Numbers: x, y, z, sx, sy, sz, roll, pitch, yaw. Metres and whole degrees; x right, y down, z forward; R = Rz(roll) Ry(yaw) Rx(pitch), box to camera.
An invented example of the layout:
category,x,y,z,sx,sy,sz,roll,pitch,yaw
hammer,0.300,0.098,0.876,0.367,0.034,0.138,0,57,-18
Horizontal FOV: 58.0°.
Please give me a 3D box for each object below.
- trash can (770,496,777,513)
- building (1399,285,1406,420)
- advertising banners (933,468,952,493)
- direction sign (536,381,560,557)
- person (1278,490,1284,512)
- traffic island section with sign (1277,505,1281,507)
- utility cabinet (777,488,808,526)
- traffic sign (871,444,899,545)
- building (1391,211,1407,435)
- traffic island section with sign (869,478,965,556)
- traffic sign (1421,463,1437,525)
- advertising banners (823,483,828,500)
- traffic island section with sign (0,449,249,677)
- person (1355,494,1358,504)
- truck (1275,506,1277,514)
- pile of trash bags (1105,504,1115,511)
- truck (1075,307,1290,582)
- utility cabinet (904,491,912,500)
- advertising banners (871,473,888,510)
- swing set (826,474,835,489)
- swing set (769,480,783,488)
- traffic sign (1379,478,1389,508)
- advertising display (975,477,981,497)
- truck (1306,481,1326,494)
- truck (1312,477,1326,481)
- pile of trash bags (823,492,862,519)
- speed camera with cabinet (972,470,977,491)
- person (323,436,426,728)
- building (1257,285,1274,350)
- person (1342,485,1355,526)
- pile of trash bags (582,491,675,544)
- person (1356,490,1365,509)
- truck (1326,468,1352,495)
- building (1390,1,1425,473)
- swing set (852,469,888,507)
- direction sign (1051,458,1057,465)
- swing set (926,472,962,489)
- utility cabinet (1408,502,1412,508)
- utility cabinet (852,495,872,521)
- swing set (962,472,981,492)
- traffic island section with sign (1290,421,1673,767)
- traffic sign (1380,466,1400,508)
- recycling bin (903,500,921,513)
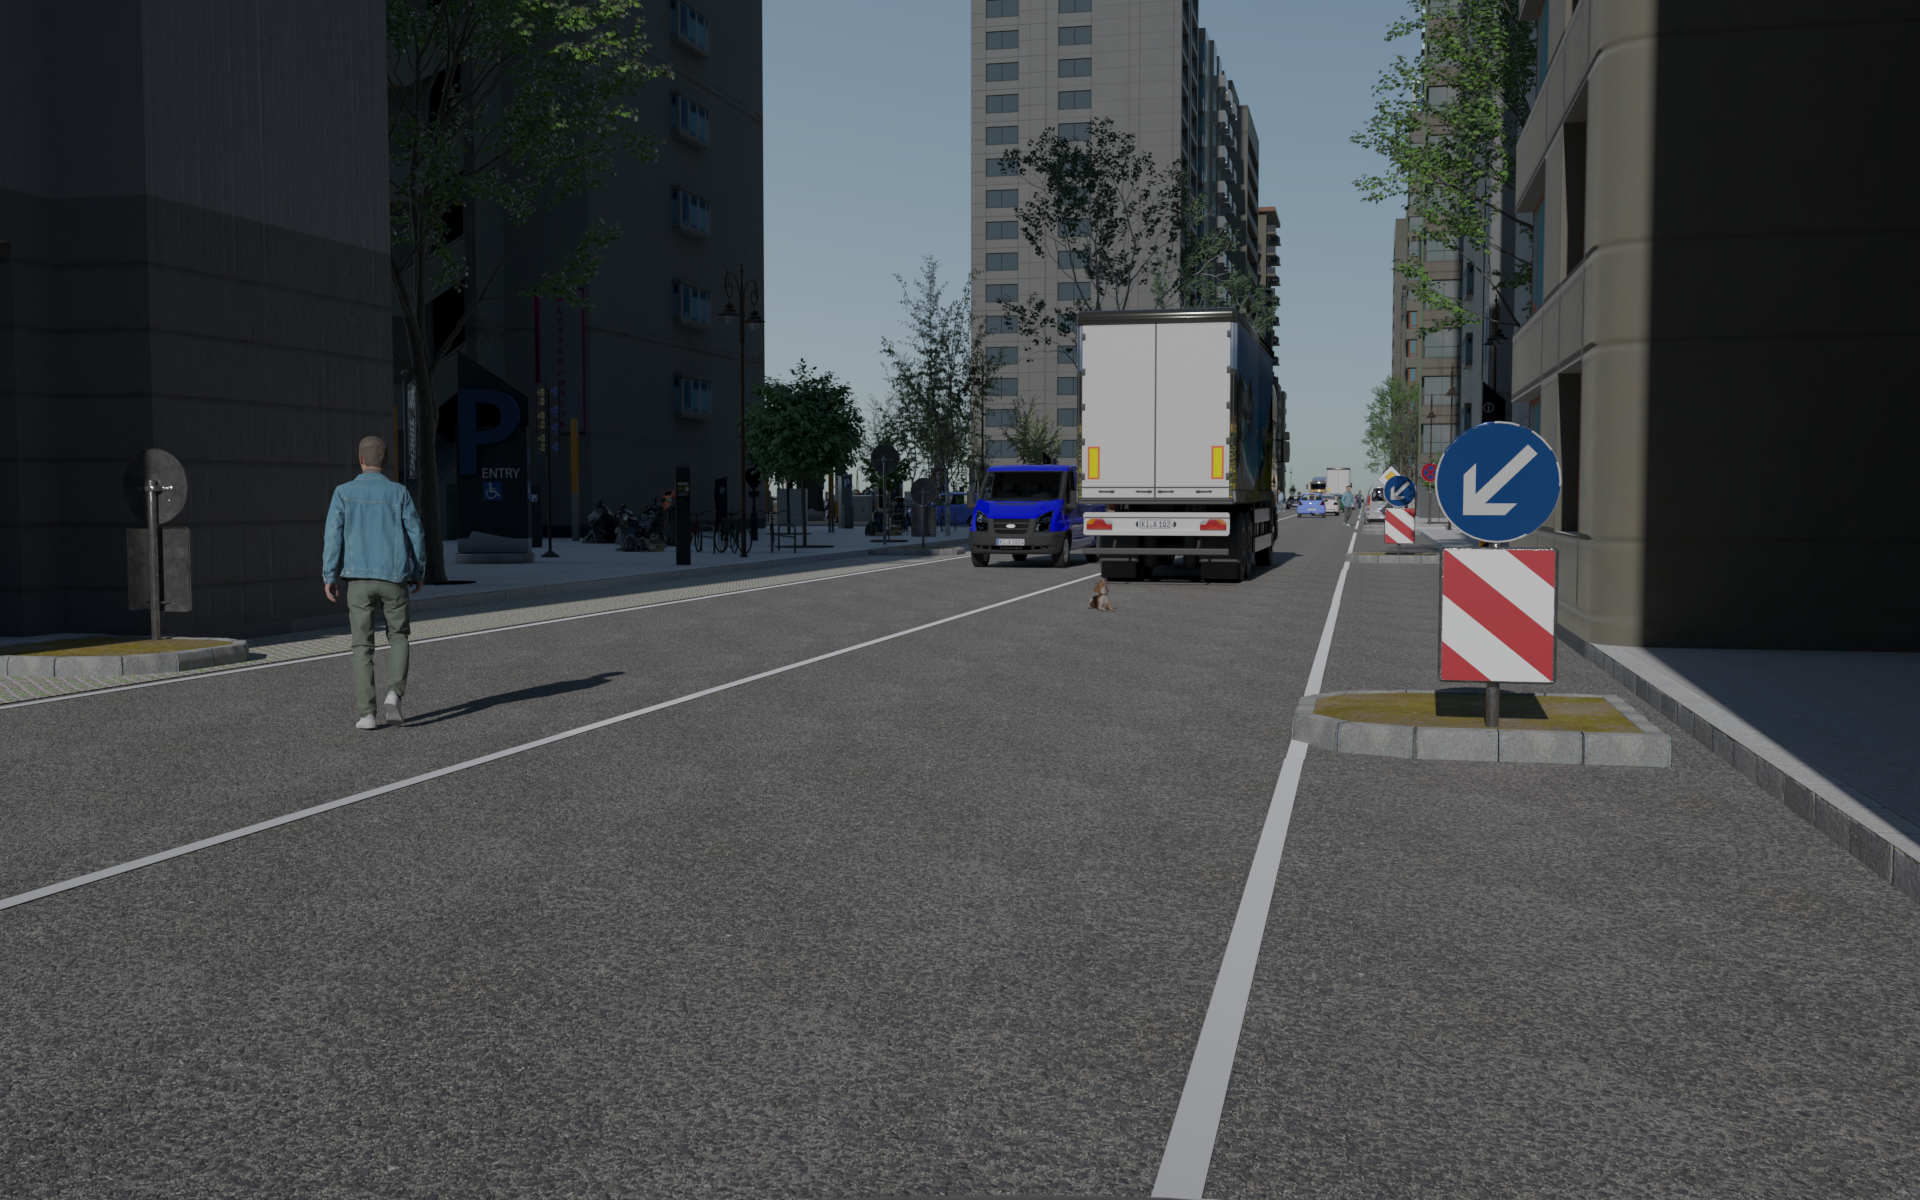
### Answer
category,x,y,z,sx,sy,sz,roll,pitch,yaw
trash can,-11.900,-6.129,111.862,0.748,1.137,0.748,0,3,0
building,67.507,-28.487,237.462,14.160,30.474,14.107,1,4,13
advertising banners,-0.774,-7.428,117.634,2.074,3.025,0.090,0,4,7
direction sign,-8.340,-2.639,35.145,0.379,3.537,0.876,-3,5,-42
person,25.955,-8.039,140.208,0.793,1.790,0.793,0,4,7
traffic island section with sign,35.335,-11.453,195.879,1.989,1.847,2.006,1,4,13
utility cabinet,-6.583,-3.627,67.980,1.173,1.500,0.318,0,4,7
traffic sign,-1.917,-2.683,43.972,0.768,2.556,0.104,1,4,16
building,82.046,-40.411,284.426,21.300,48.544,21.600,1,4,13
traffic island section with sign,-0.942,-1.972,40.869,1.989,1.847,2.006,1,4,13
traffic sign,19.422,-4.368,71.516,0.768,2.556,0.104,1,4,19
advertising banners,-8.356,-6.873,108.554,0.090,3.025,2.074,1,4,12
traffic island section with sign,-7.124,-0.356,14.449,1.989,1.847,2.006,1,4,13
person,56.611,-14.447,247.938,0.991,1.433,0.599,-3,4,-36
truck,19.728,-7.698,115.618,2.967,4.110,18.799,1,4,12
pile of trash bags,6.722,-4.748,87.388,3.447,1.369,1.912,3,5,44
truck,4.324,-2.617,31.705,2.839,4.237,11.283,1,4,14
utility cabinet,-3.839,-7.881,137.538,1.173,1.500,0.318,-1,4,-8
advertising banners,-5.802,-8.001,126.998,2.074,3.025,0.090,3,4,39
swing set,-9.573,-8.502,136.623,2.862,2.851,3.119,2,4,28
swing set,-10.070,-5.294,84.169,3.119,2.851,2.862,2,4,24
traffic sign,17.324,-4.064,70.091,0.795,2.450,0.064,1,4,13
advertising display,1.151,-4.246,74.629,0.974,1.923,0.123,0,4,7
truck,53.567,-16.037,258.120,3.469,3.379,9.791,1,4,15
truck,57.516,-17.488,275.681,2.967,4.110,18.799,1,4,13
pile of trash bags,-6.479,-5.296,96.334,1.912,1.369,3.447,2,4,30
speed camera with cabinet,1.989,-8.868,139.326,2.038,3.252,0.660,0,4,3
person,-3.556,-0.104,10.542,0.601,1.785,0.444,-1,4,-19
building,35.322,-28.458,236.991,14.160,30.474,14.107,1,4,13
person,17.477,-4.258,78.144,0.660,1.820,0.620,-2,4,-33
pile of trash bags,-8.202,-2.132,44.618,3.447,1.369,1.912,3,5,44
person,39.426,-9.915,170.694,0.705,1.814,1.350,-2,4,-28
truck,41.495,-12.287,189.808,2.839,4.237,11.283,1,4,13
building,76.062,-57.776,257.311,22.319,86.520,31.000,1,4,13
swing set,-4.997,-6.876,110.048,3.119,2.851,2.862,0,4,2
direction sign,5.856,-7.237,110.326,0.379,3.537,0.876,-3,4,-38
swing set,-0.839,-7.680,123.181,3.119,2.851,2.862,0,4,-3
utility cabinet,32.693,-7.001,125.628,0.306,1.237,1.020,1,4,19
utility cabinet,-4.651,-4.312,81.656,1.020,1.237,0.306,2,4,26
swing set,2.386,-7.398,118.583,3.119,2.851,2.862,2,4,32
traffic island section with sign,2.999,-0.098,10.223,1.989,1.847,2.006,1,4,13
traffic sign,15.504,-3.589,62.316,0.795,2.450,0.064,1,4,13
recycling bin,-2.178,-4.061,78.954,0.722,1.027,0.722,0,4,6
